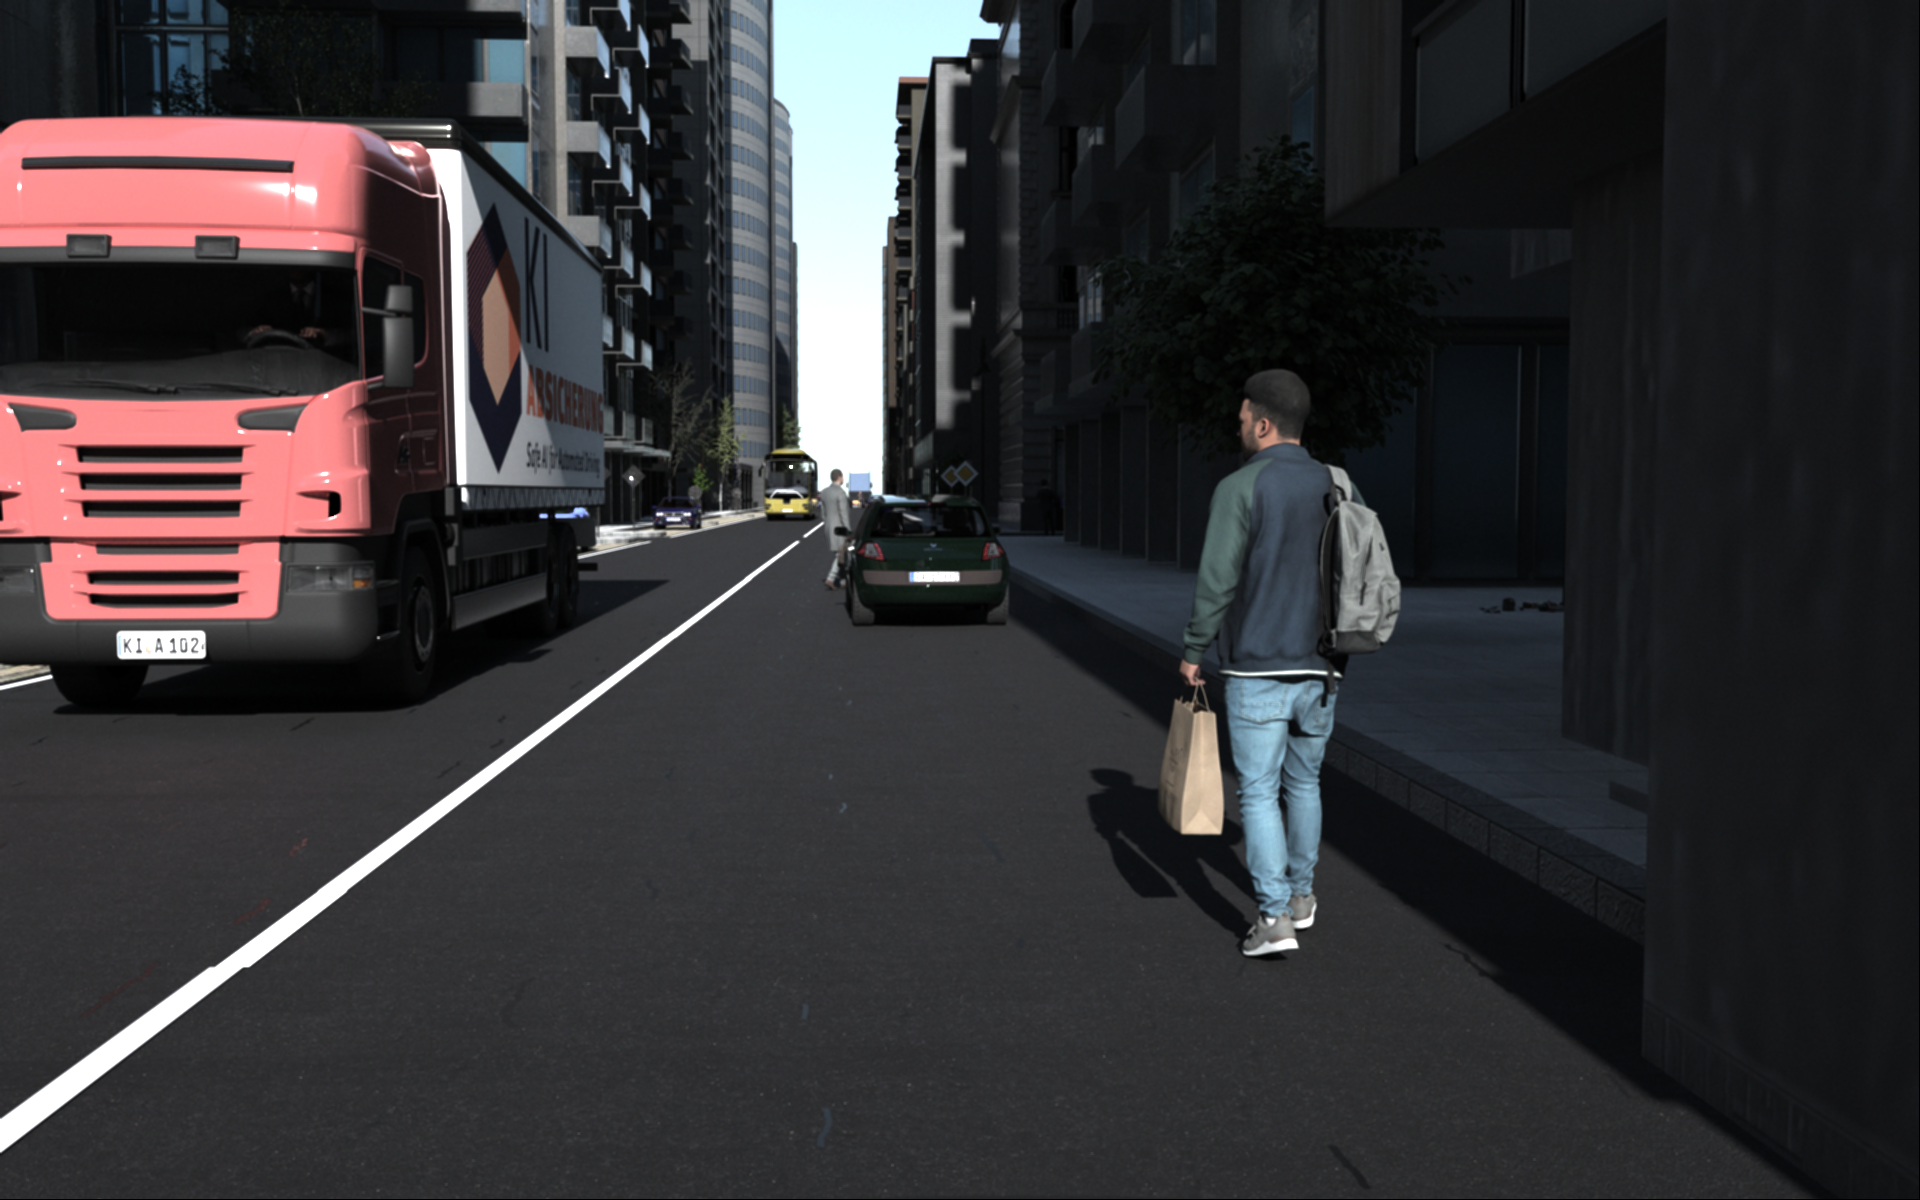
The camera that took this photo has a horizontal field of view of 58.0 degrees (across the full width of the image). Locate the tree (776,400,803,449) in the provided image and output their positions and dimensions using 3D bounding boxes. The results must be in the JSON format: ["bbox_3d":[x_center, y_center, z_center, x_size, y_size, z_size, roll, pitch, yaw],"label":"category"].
[{"bbox_3d":[-22.576,-17.827,209.592,7.486,12.596,7.792,0,3,0],"label":"tree"}]

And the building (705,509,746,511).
[{"bbox_3d":[-27.822,-43.061,142.305,20.563,71.187,20.611,0,4,-3],"label":"building"}]

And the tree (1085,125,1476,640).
[{"bbox_3d":[2.901,-1.944,15.504,4.285,4.588,4.351,0,3,0],"label":"tree"}]

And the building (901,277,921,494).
[{"bbox_3d":[9.007,-18.838,153.036,27.650,21.520,28.899,0,4,-3],"label":"building"}]

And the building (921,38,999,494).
[{"bbox_3d":[3.166,-20.920,119.529,11.434,29.767,29.804,0,4,-3],"label":"building"}]

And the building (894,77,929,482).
[{"bbox_3d":[4.332,-32.219,181.398,22.147,44.769,28.867,0,4,-3],"label":"building"}]

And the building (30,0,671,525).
[{"bbox_3d":[-25.014,-27.620,71.198,23.786,49.044,30.456,0,4,-3],"label":"building"}]

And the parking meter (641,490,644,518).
[{"bbox_3d":[-17.103,-5.148,92.575,0.372,1.533,0.369,0,3,0],"label":"parking meter"}]

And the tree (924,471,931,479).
[{"bbox_3d":[-0.466,-4.791,72.935,1.663,3.219,1.824,0,3,0],"label":"tree"}]

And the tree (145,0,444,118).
[{"bbox_3d":[-12.494,-5.996,32.444,8.767,10.594,7.601,1,4,15],"label":"tree"}]

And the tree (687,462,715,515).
[{"bbox_3d":[-15.648,-6.739,104.792,1.663,3.219,1.824,0,3,0],"label":"tree"}]

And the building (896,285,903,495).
[{"bbox_3d":[-1.587,-28.204,232.842,14.160,30.474,14.107,0,4,-3],"label":"building"}]

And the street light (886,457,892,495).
[{"bbox_3d":[-8.409,-14.514,210.097,0.468,5.910,1.993,0,4,-3],"label":"street light"}]

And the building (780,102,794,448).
[{"bbox_3d":[-35.179,-43.363,250.976,21.231,58.520,28.212,0,4,-3],"label":"building"}]

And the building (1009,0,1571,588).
[{"bbox_3d":[13.591,-25.439,35.541,23.786,49.044,30.456,0,4,-3],"label":"building"}]

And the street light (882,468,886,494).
[{"bbox_3d":[-10.371,-16.572,243.732,0.468,5.910,1.993,0,4,-3],"label":"street light"}]

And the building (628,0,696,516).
[{"bbox_3d":[-28.585,-27.777,108.778,22.147,44.769,28.867,0,4,-3],"label":"building"}]

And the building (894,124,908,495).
[{"bbox_3d":[0.051,-33.814,202.972,14.600,45.320,14.200,0,4,-3],"label":"building"}]

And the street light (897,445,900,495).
[{"bbox_3d":[-5.720,-11.553,161.676,0.468,5.910,1.993,0,4,-3],"label":"street light"}]

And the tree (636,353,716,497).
[{"bbox_3d":[-15.099,-8.615,91.219,4.360,8.622,3.978,0,3,0],"label":"tree"}]

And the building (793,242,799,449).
[{"bbox_3d":[-32.732,-36.037,272.802,14.154,41.232,14.086,0,4,-3],"label":"building"}]

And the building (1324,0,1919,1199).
[{"bbox_3d":[8.649,-19.672,5.236,14.154,41.232,14.086,0,4,-3],"label":"building"}]

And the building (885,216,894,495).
[{"bbox_3d":[-4.392,-37.977,271.034,14.600,45.320,14.200,0,4,-3],"label":"building"}]

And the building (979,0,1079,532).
[{"bbox_3d":[11.024,-14.370,63.828,19.941,23.489,11.050,0,4,-3],"label":"building"}]

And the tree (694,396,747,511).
[{"bbox_3d":[-17.778,-10.885,128.325,4.737,8.622,4.395,0,3,0],"label":"tree"}]

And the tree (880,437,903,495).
[{"bbox_3d":[-8.013,-16.541,220.802,4.360,8.622,3.978,0,3,0],"label":"tree"}]

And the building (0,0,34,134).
[{"bbox_3d":[-37.571,-27.112,32.527,27.495,52.752,28.713,0,4,-3],"label":"building"}]

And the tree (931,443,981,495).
[{"bbox_3d":[-0.039,-4.342,65.587,1.663,3.219,1.824,0,3,0],"label":"tree"}]

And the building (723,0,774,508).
[{"bbox_3d":[-29.118,-38.255,167.468,21.231,58.520,28.212,0,4,-3],"label":"building"}]

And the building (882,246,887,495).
[{"bbox_3d":[-5.828,-36.861,286.275,14.154,41.232,14.086,0,4,-3],"label":"building"}]

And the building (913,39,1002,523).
[{"bbox_3d":[5.133,-16.563,89.872,14.314,24.678,30.058,0,4,-3],"label":"building"}]

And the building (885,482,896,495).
[{"bbox_3d":[5.252,-34.282,252.395,32.217,40.220,23.993,0,4,-3],"label":"building"}]
